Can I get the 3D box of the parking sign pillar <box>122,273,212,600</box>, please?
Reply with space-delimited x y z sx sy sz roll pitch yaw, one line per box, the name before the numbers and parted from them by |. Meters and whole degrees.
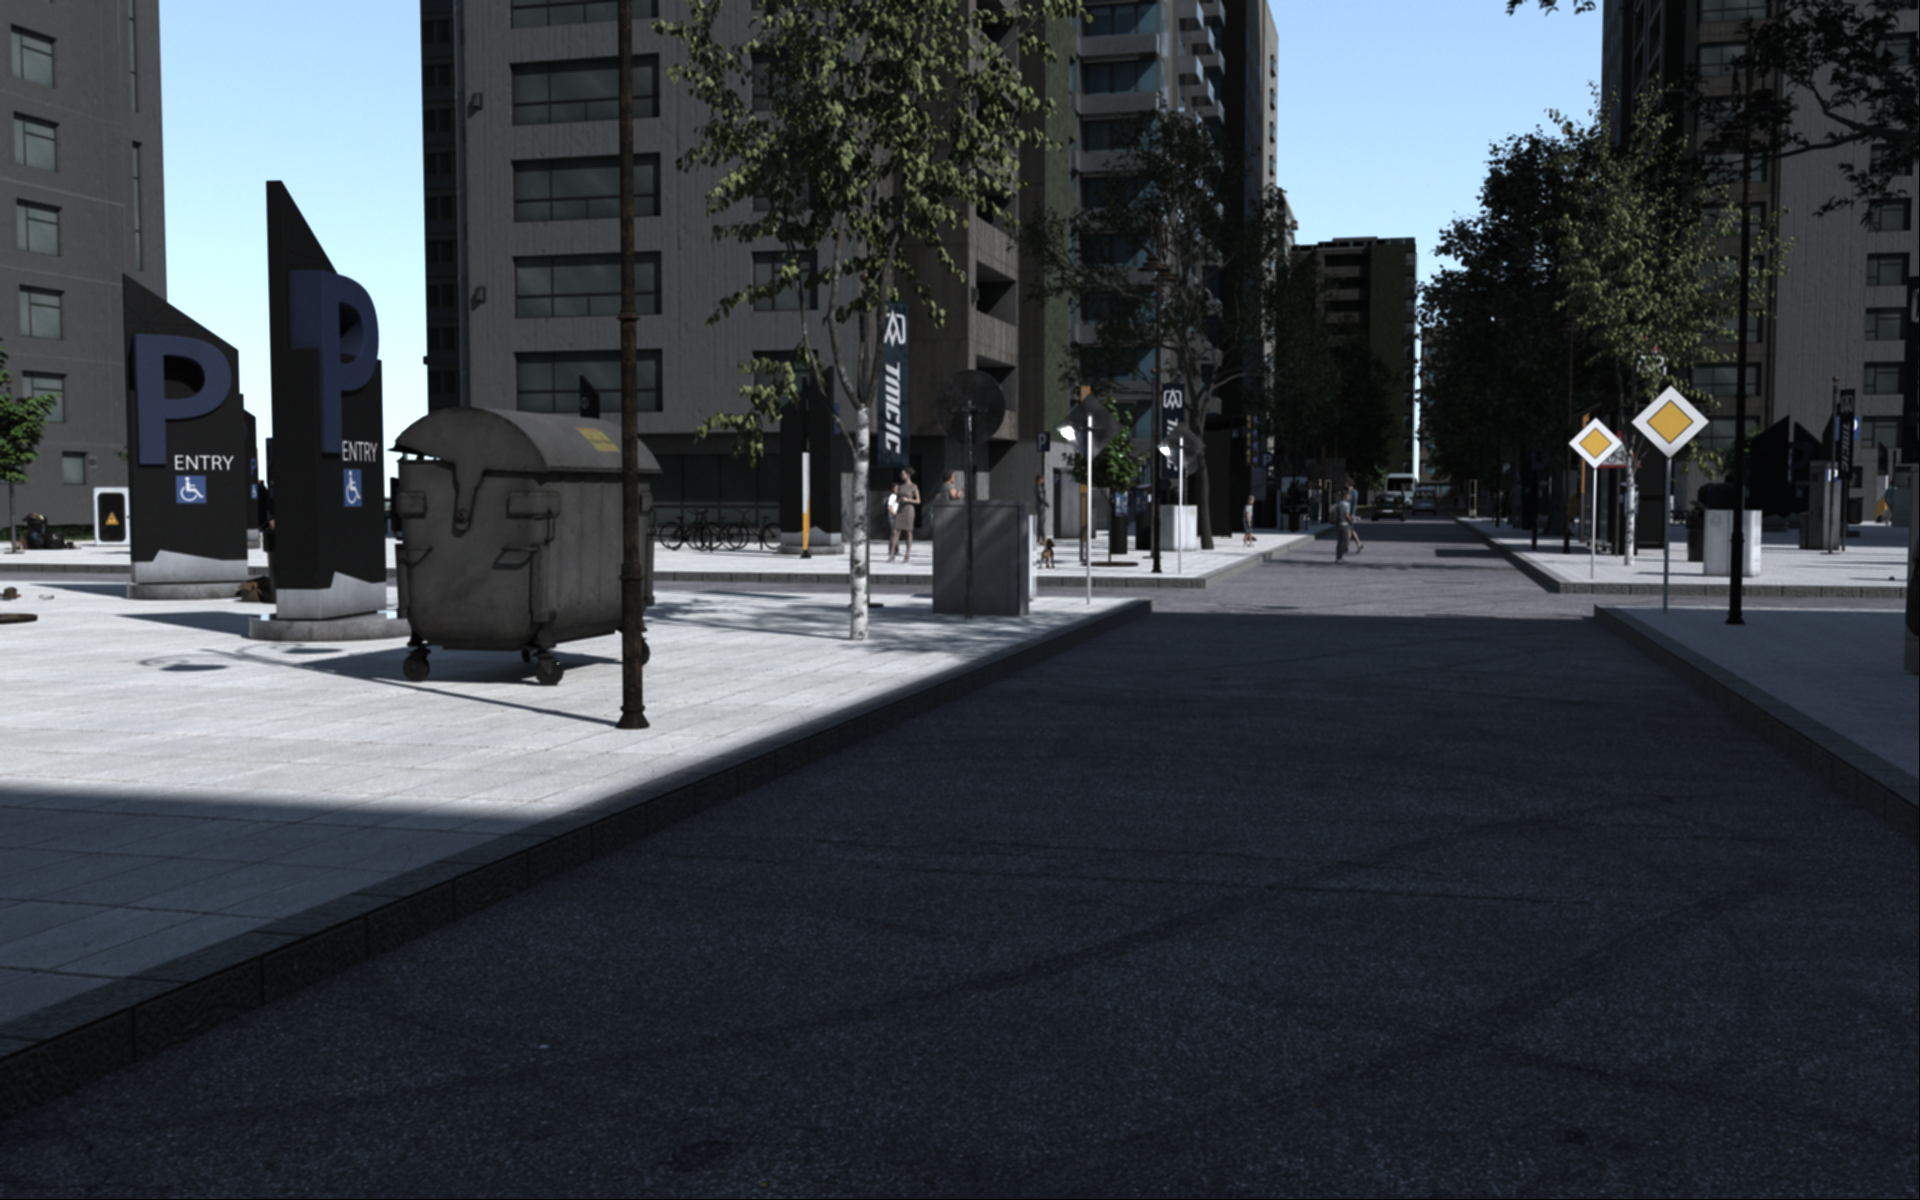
parking sign pillar | -9.601 -2.020 21.497 1.447 3.967 1.447 -2 4 -32

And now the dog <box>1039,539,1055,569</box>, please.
dog | 1.504 -0.796 29.850 0.406 0.507 0.540 -2 4 -26

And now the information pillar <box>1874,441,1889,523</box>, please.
information pillar | 40.950 -5.233 76.913 0.183 3.616 0.504 -1 4 -20

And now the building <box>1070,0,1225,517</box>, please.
building | 6.282 -30.630 120.414 23.786 49.044 30.456 1 4 15

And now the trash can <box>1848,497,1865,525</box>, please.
trash can | 37.749 -3.759 73.108 0.748 1.137 0.748 0 3 0

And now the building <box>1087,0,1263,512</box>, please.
building | 16.828 -30.012 140.799 14.600 45.320 14.200 1 4 15

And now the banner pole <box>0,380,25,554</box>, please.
banner pole | -20.658 -2.906 37.532 0.863 3.779 0.401 3 5 39

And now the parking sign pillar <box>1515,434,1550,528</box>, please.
parking sign pillar | 21.886 -4.736 65.903 1.447 3.967 1.447 -2 4 -35

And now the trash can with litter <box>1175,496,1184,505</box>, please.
trash can with litter | 11.027 -4.598 86.559 0.624 1.170 1.055 1 4 13

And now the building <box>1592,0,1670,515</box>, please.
building | 53.585 -28.956 123.537 14.600 45.320 14.200 1 4 15

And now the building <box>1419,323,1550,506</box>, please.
building | 67.551 -21.594 198.106 28.899 21.520 27.650 1 4 15

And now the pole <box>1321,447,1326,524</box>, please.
pole | 15.684 -4.949 74.765 0.158 3.312 0.155 0 3 0

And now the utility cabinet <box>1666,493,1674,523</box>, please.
utility cabinet | 31.348 -4.052 77.408 0.306 1.237 1.020 -2 4 -32

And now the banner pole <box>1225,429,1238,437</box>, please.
banner pole | 9.268 -4.242 59.367 0.401 3.779 0.863 -2 4 -31

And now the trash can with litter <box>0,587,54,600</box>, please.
trash can with litter | -12.235 -0.621 21.213 2.233 1.210 1.678 1 4 16

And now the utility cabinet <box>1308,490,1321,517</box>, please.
utility cabinet | 19.070 -5.239 94.331 1.173 1.500 0.318 2 4 25

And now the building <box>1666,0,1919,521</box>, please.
building | 43.653 -19.317 87.534 14.160 30.474 14.107 1 4 15

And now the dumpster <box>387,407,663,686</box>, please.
dumpster | -3.063 -0.402 12.339 1.264 1.857 1.865 1 4 15

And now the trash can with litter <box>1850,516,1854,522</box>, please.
trash can with litter | 38.053 -3.869 74.652 1.055 1.170 0.624 -2 4 -34

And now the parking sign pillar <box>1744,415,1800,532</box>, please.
parking sign pillar | 27.531 -4.322 59.133 1.447 3.967 1.447 0 4 -1

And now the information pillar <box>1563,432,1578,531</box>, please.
information pillar | 21.203 -4.215 60.262 0.504 3.616 0.183 2 4 28

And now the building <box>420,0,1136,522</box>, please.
building | -8.040 -23.806 81.111 32.217 40.220 23.993 1 4 15

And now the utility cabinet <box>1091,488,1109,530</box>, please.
utility cabinet | 4.749 -3.215 61.237 1.173 1.500 0.318 2 4 35

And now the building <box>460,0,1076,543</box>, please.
building | -4.811 -17.065 50.708 14.160 30.474 14.107 1 4 15

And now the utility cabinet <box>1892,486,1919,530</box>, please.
utility cabinet | 37.095 -3.620 67.866 0.318 1.500 1.173 -1 4 -11

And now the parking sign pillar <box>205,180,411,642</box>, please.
parking sign pillar | -5.683 -1.660 15.614 1.447 3.967 1.447 0 4 7

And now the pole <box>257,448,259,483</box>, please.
pole | -31.166 -5.067 76.681 0.158 3.312 0.155 0 3 0

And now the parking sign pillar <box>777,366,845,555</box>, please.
parking sign pillar | -3.186 -2.964 36.930 1.447 3.967 1.447 2 4 29

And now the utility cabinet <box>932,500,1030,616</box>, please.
utility cabinet | 0.223 -0.450 18.512 1.020 1.237 0.306 2 4 25

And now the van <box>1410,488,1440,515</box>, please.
van | 31.783 -6.817 118.471 2.013 2.044 4.112 1 4 15

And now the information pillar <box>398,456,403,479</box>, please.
information pillar | -31.740 -6.565 98.698 0.504 3.616 0.183 -1 4 -15

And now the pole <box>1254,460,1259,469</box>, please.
pole | 13.644 -5.256 79.780 0.158 3.312 0.155 0 3 0

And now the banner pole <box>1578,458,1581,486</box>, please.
banner pole | 22.185 -4.382 61.658 0.401 3.779 0.863 0 4 -5

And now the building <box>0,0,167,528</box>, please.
building | -34.511 -22.503 51.520 14.086 41.232 14.154 1 4 15

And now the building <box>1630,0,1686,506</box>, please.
building | 50.837 -40.811 105.504 20.563 71.187 20.611 1 4 15

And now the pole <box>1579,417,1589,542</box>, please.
pole | 16.520 -3.181 45.861 0.158 3.312 0.155 0 3 0

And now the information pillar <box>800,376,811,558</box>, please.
information pillar | -3.084 -2.649 34.671 0.183 3.616 0.504 0 4 2

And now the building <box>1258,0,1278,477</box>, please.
building | 17.633 -32.775 159.571 21.600 48.544 21.300 1 4 15

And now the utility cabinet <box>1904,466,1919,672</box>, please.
utility cabinet | 7.371 -0.221 12.296 1.173 1.500 0.318 0 4 -4

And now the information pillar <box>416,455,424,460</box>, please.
information pillar | -28.350 -6.099 91.068 0.183 3.616 0.504 2 4 30

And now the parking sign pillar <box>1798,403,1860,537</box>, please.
parking sign pillar | 26.274 -3.884 51.983 1.447 3.967 1.447 1 4 10

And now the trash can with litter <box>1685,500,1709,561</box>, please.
trash can with litter | 14.282 -1.306 32.748 1.055 1.170 0.624 2 4 30

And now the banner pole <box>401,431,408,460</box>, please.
banner pole | -22.030 -4.819 68.805 0.401 3.779 0.863 -2 4 -31

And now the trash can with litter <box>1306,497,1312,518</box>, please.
trash can with litter | 18.554 -4.979 92.790 1.055 1.170 0.624 -1 4 -12

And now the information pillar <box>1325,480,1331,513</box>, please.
information pillar | 19.692 -5.415 93.020 0.304 2.012 0.304 -1 4 -16

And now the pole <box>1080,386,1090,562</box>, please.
pole | 2.366 -2.381 32.766 0.158 3.312 0.155 0 3 0

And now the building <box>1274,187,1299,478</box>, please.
building | 28.103 -31.696 210.104 23.993 40.220 32.217 1 4 15

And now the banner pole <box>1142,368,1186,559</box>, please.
banner pole | 4.078 -2.722 34.524 0.863 3.779 0.401 0 4 -4

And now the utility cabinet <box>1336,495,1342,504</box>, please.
utility cabinet | 22.074 -5.478 100.733 0.306 1.237 1.020 0 4 2

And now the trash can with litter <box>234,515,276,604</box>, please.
trash can with litter | -8.115 -0.552 20.413 1.055 1.170 0.624 2 4 24

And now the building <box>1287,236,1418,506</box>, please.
building | 44.748 -26.053 197.673 14.107 30.474 14.160 1 4 15

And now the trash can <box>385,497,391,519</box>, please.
trash can | -30.022 -4.847 90.894 0.748 1.137 0.748 0 3 0

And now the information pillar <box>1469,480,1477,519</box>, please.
information pillar | 26.832 -5.267 90.605 0.304 2.012 0.304 2 4 29

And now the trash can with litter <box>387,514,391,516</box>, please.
trash can with litter | -33.735 -5.627 103.061 2.233 1.210 1.678 -3 4 -37

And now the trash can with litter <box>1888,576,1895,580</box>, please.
trash can with litter | 14.649 -0.889 25.593 1.678 1.210 2.233 1 4 17
